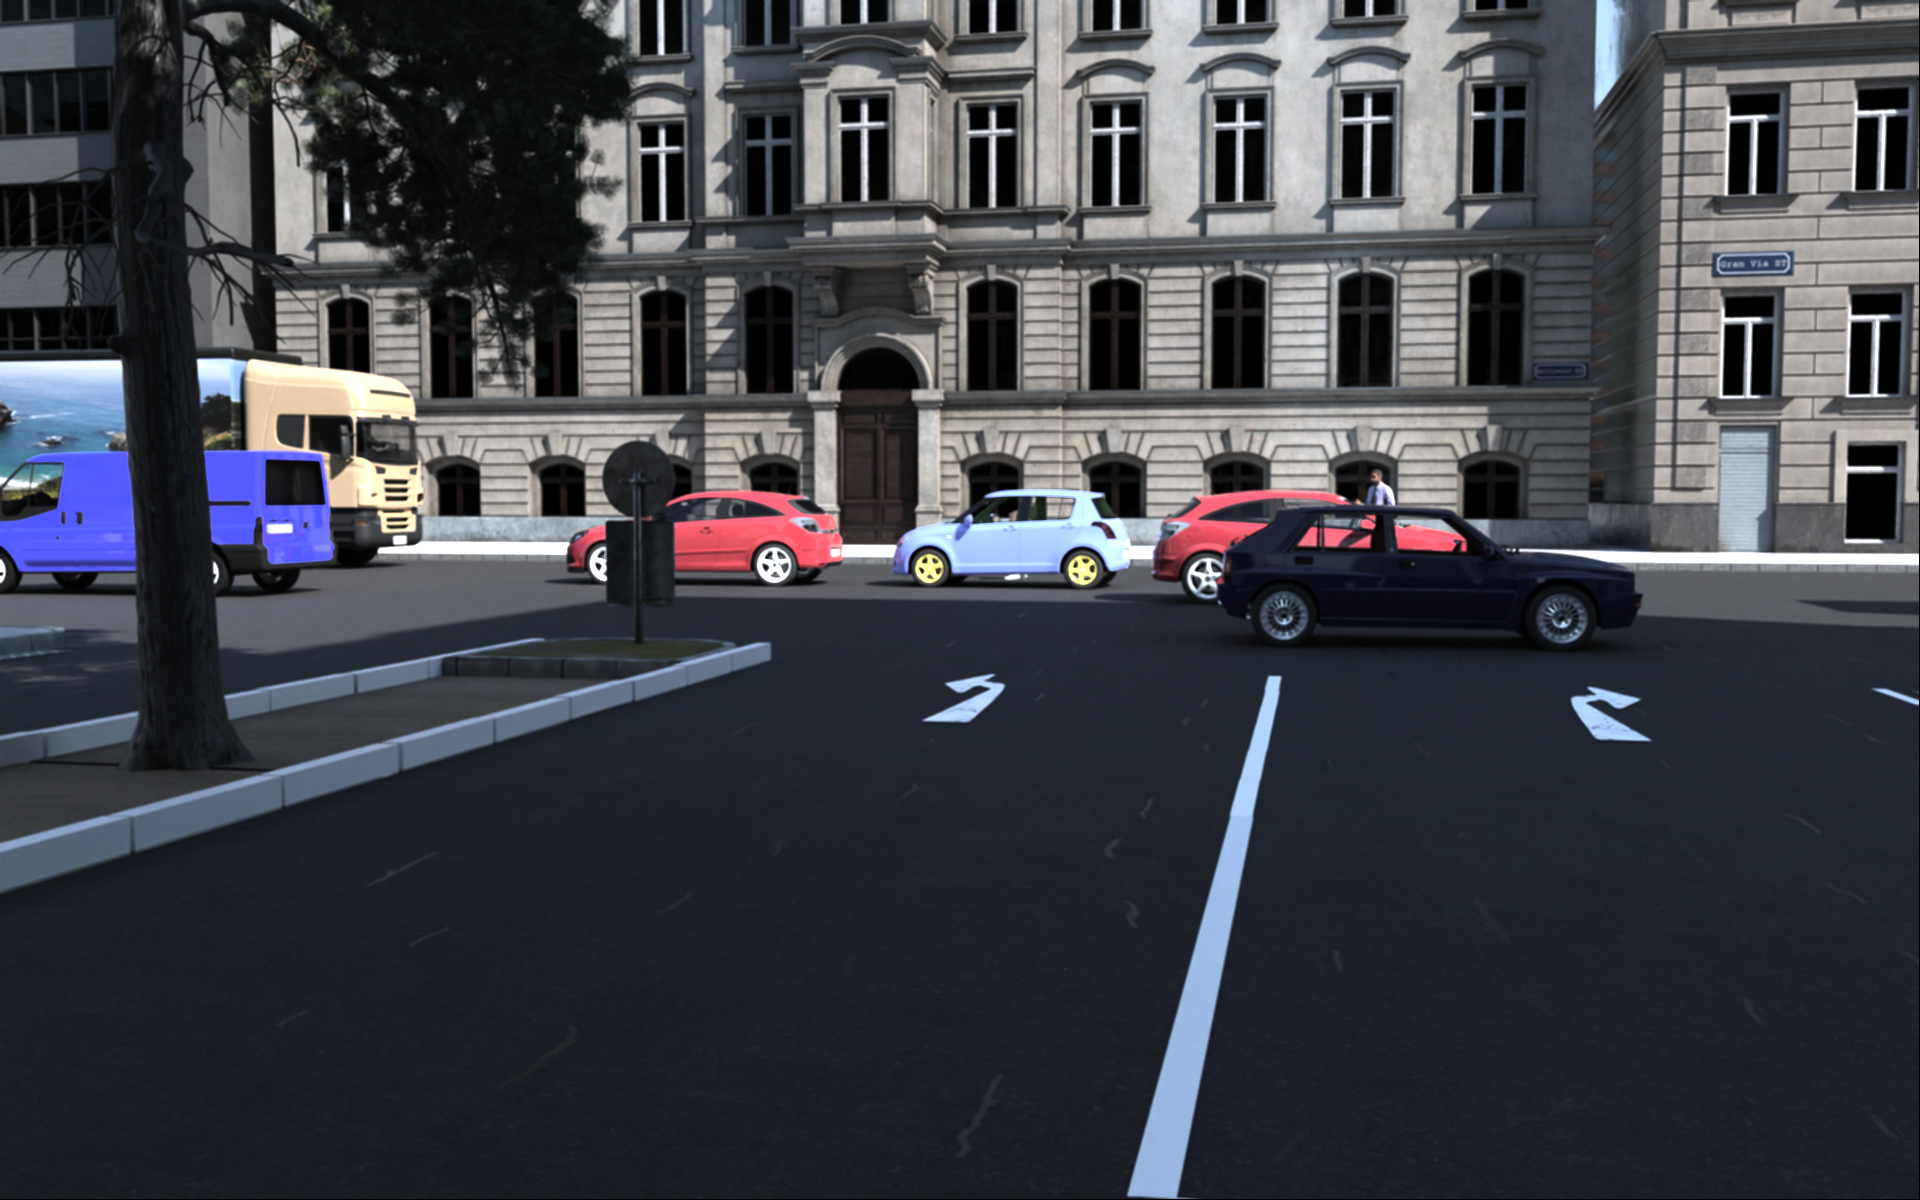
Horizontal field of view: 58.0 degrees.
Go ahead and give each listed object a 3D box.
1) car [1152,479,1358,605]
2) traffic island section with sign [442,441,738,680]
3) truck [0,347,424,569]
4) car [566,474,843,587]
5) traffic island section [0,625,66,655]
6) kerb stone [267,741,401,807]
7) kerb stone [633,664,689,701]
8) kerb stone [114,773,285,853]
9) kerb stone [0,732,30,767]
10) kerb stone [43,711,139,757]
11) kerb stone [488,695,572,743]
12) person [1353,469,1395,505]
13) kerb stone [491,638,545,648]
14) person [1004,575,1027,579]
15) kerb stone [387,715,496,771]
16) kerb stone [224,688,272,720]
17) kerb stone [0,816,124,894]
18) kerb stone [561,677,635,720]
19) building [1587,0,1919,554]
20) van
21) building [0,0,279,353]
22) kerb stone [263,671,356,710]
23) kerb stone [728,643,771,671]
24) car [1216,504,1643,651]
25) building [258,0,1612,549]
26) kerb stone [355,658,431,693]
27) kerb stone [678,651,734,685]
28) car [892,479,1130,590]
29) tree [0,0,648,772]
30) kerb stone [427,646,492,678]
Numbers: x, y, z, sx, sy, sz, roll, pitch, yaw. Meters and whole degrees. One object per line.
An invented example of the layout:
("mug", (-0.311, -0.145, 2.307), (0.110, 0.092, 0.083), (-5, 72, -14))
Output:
("car", (4.800, -0.852, 22.975), (4.494, 1.783, 2.155), (1, 4, 11))
("traffic island section with sign", (-2.884, -0.377, 14.296), (2.006, 1.907, 1.989), (1, 4, 12))
("truck", (-15.823, -2.793, 34.586), (11.283, 4.237, 2.839), (1, 4, 10))
("car", (-4.140, -1.152, 27.871), (4.494, 1.783, 2.155), (1, 4, 10))
("traffic island section", (-9.470, 0.420, 15.414), (2.009, 0.180, 2.903), (1, 4, 12))
("kerb stone", (-3.042, 0.843, 8.410), (0.120, 0.150, 1.000), (1, 4, 12))
("kerb stone", (-2.201, 0.602, 12.463), (0.120, 0.150, 1.000), (1, 4, 12))
("kerb stone", (-3.247, 0.906, 7.405), (0.120, 0.150, 1.000), (1, 4, 12))
("kerb stone", (-5.102, 0.816, 8.855), (0.120, 0.150, 1.000), (1, 4, 12))
("kerb stone", (-4.885, 0.759, 9.856), (0.120, 0.150, 1.000), (1, 4, 12))
("kerb stone", (-2.624, 0.723, 10.454), (0.120, 0.150, 1.000), (1, 4, 12))
("person", (6.787, -1.234, 28.552), (0.599, 1.838, 0.709), (-2, 4, -31))
("kerb stone", (-3.845, 0.447, 14.889), (0.120, 0.150, 1.000), (1, 4, 12))
("person", (0.850, -0.924, 29.109), (0.738, 1.151, 1.012), (0, 4, -1))
("kerb stone", (-2.833, 0.780, 9.440), (0.120, 0.150, 1.000), (1, 4, 12))
("kerb stone", (-4.679, 0.698, 10.860), (0.120, 0.150, 1.000), (1, 4, 12))
("kerb stone", (-3.456, 0.966, 6.402), (0.120, 0.150, 1.000), (1, 4, 12))
("kerb stone", (-2.417, 0.657, 11.461), (0.120, 0.150, 1.000), (1, 4, 12))
("building", (28.133, -14.857, 40.171), (25.104, 27.353, 12.463), (1, 4, 12))
("van", (-11.907, -1.271, 25.170), (5.245, 2.365, 2.240), (1, 4, 11))
("building", (-33.354, -14.366, 53.951), (30.058, 24.678, 14.314), (1, 4, 12))
("kerb stone", (-4.481, 0.632, 11.868), (0.120, 0.150, 1.000), (1, 4, 12))
("kerb stone", (-1.792, 0.474, 14.471), (0.120, 0.150, 1.000), (1, 4, 12))
("car", (4.448, -0.255, 16.752), (3.894, 1.354, 1.945), (1, 4, 10))
("building", (-0.913, -13.995, 47.909), (34.723, 24.649, 14.460), (1, 4, 12))
("kerb stone", (-4.259, 0.570, 12.871), (0.120, 0.150, 1.000), (1, 4, 12))
("kerb stone", (-1.998, 0.534, 13.467), (0.120, 0.150, 1.000), (1, 4, 12))
("car", (0.789, -1.066, 27.026), (3.694, 1.707, 1.945), (1, 4, 13))
("tree", (-4.197, -5.157, 8.833), (6.751, 12.117, 7.091), (0, 3, 0))
("kerb stone", (-4.060, 0.508, 13.884), (0.120, 0.150, 1.000), (1, 4, 12))
